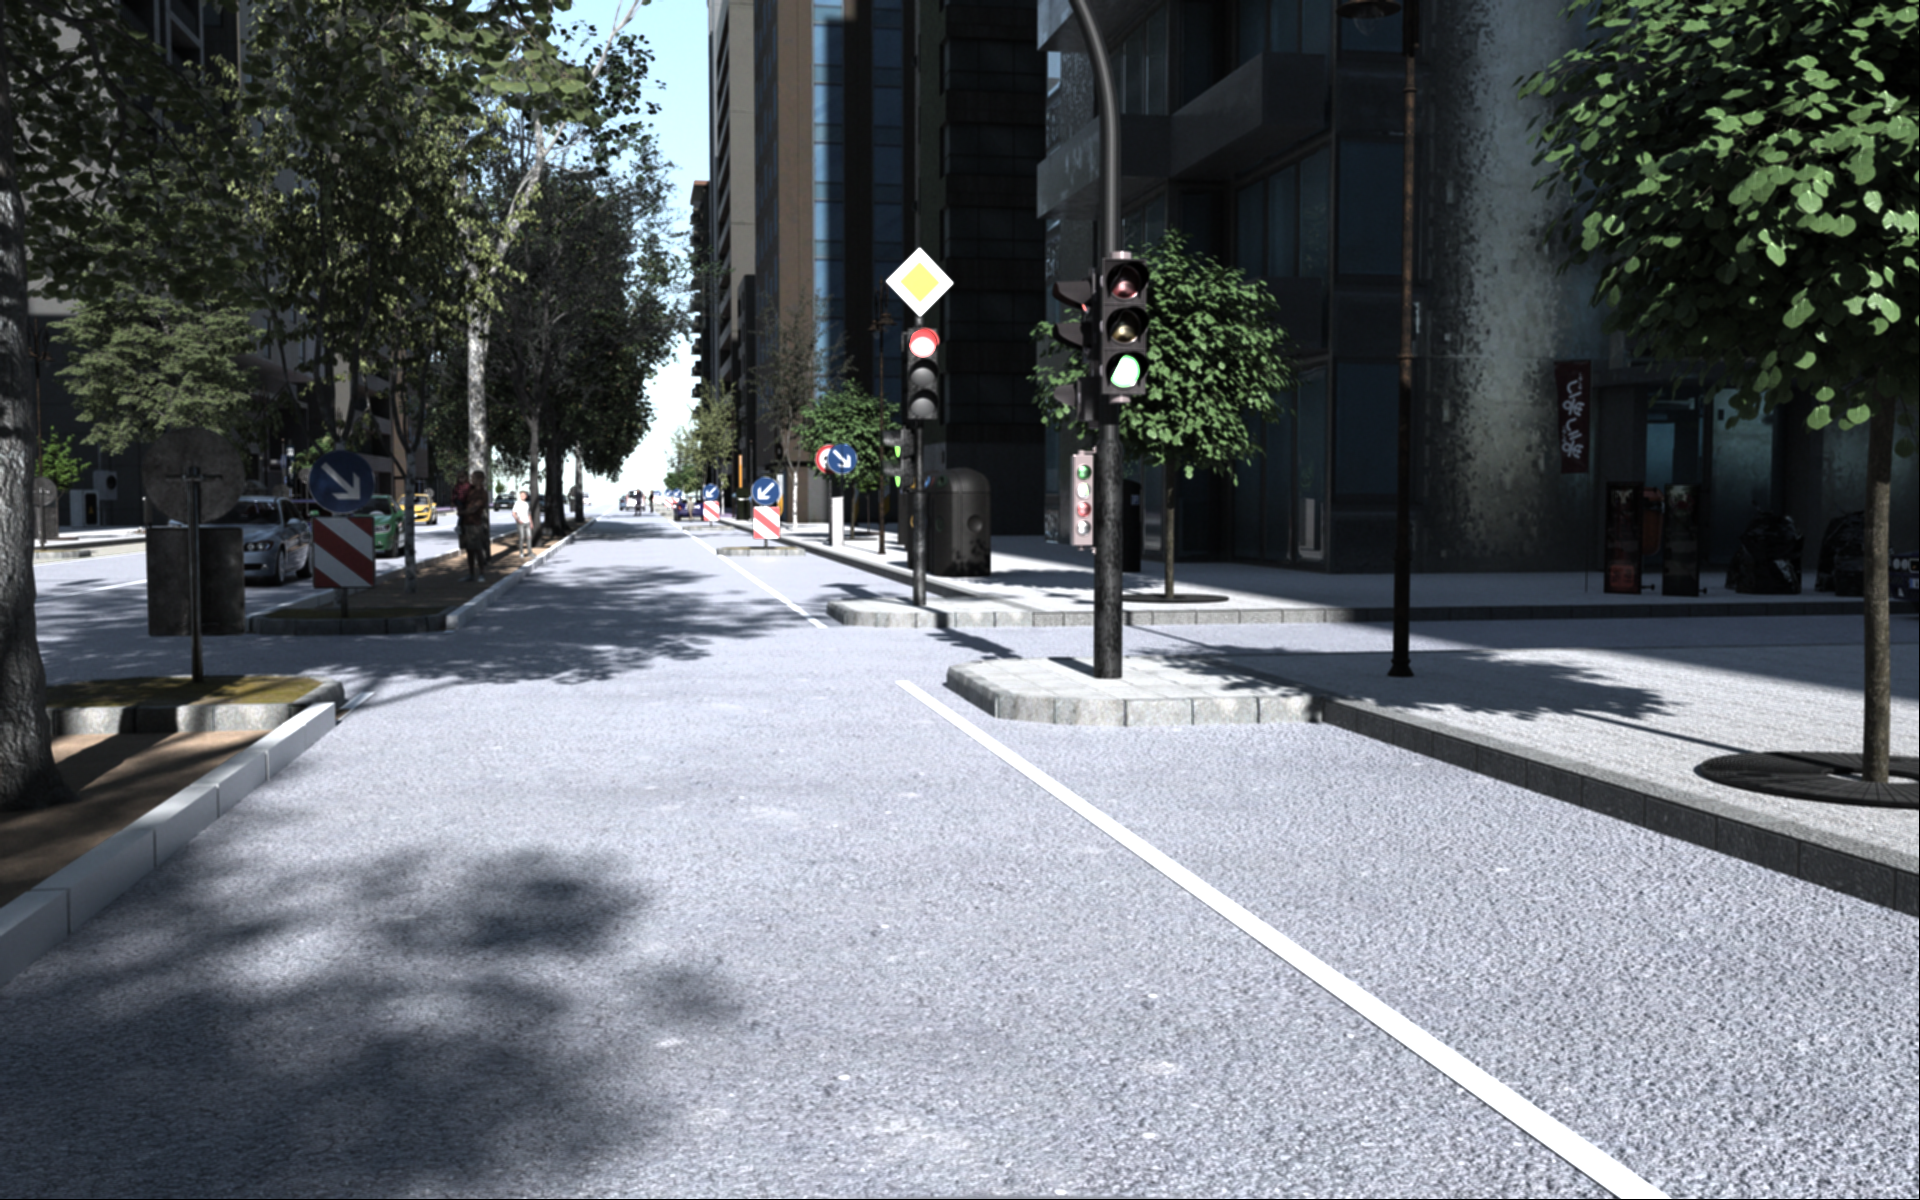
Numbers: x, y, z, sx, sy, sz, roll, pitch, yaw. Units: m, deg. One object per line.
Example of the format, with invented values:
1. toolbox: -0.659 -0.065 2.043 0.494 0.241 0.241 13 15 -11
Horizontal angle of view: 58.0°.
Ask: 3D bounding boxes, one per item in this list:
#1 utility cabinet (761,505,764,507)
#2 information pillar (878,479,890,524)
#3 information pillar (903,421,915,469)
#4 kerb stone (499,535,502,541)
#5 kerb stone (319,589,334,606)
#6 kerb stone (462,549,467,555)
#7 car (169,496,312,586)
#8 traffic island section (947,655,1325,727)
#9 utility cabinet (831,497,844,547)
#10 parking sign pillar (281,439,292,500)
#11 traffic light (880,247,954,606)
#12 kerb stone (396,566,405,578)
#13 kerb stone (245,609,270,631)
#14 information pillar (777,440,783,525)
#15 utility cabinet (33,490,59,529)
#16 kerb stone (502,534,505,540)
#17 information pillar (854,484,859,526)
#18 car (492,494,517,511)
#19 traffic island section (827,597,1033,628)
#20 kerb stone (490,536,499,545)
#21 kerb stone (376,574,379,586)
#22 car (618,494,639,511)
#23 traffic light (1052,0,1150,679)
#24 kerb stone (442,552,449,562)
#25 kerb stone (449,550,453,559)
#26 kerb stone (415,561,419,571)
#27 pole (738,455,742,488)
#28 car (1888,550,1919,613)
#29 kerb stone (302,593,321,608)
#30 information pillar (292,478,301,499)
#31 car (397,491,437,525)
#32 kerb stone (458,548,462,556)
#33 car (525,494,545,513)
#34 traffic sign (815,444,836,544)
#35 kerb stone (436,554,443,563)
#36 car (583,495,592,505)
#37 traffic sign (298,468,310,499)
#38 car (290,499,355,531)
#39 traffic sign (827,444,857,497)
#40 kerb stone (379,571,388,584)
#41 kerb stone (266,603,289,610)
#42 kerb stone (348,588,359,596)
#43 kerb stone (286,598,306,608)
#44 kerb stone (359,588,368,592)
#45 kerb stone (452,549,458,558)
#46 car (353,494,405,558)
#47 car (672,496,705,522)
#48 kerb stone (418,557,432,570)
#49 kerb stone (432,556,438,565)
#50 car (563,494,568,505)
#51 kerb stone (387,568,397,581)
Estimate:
1. utility cabinet: -10.420 -5.081 94.242 0.306 1.237 1.020 3 5 44
2. information pillar: -3.216 -5.011 73.278 0.504 3.616 0.183 -2 4 -28
3. information pillar: -1.598 -3.894 55.018 0.504 3.616 0.183 0 4 5
4. kerb stone: -13.821 -1.799 51.614 0.120 0.150 1.000 -1 4 -11
5. kerb stone: -8.275 -0.010 22.435 0.120 0.150 1.000 -1 4 -11
6. kerb stone: -11.721 -1.121 40.555 0.120 0.150 1.000 -1 4 -11
7. car: -11.733 -0.999 28.331 2.014 1.417 4.499 -1 4 -11
8. traffic island section: 1.045 0.620 12.141 2.009 0.180 2.903 -1 4 -11
9. utility cabinet: -3.010 -1.925 42.636 0.306 1.237 1.020 0 4 -3
10. parking sign pillar: -32.957 -5.896 84.875 1.447 3.967 1.447 -1 4 -18
11. traffic light: -0.486 -1.893 19.865 0.839 4.253 0.868 -1 4 -11
12. kerb stone: -9.625 -0.444 29.481 0.120 0.150 1.000 -1 4 -11
13. kerb stone: -7.515 0.233 18.416 0.120 0.150 1.000 -1 4 -11
14. information pillar: -7.538 -4.950 72.287 0.183 3.616 0.504 1 4 22
15. utility cabinet: -33.566 -3.334 63.194 1.173 1.500 0.318 0 4 2
16. kerb stone: -14.012 -1.861 52.618 0.120 0.150 1.000 -1 4 -11
17. information pillar: -4.146 -4.766 69.282 0.183 3.616 0.504 1 4 13
18. car: -38.057 -8.265 144.918 2.009 1.686 4.222 -1 4 -12
19. traffic island section: -0.445 0.140 19.986 2.009 0.180 2.903 -1 4 -11
20. kerb stone: -13.632 -1.738 50.610 0.120 0.150 1.000 -1 4 -11
21. kerb stone: -9.045 -0.261 26.460 0.120 0.150 1.000 -1 4 -11
22. car: -28.908 -8.539 151.621 2.014 1.417 4.499 -1 4 -10
23. traffic light: -1.035 -2.252 11.491 4.771 5.953 1.251 -1 4 -11
24. kerb stone: -10.952 -0.876 36.523 0.120 0.150 1.000 -1 4 -11
25. kerb stone: -11.150 -0.935 37.530 0.120 0.150 1.000 -1 4 -11
26. kerb stone: -9.998 -0.569 31.491 0.120 0.150 1.000 -1 4 -11
27. pole: -11.459 -5.903 90.354 0.158 3.312 0.155 0 3 0
28. car: 12.680 -0.431 19.626 3.894 1.354 1.945 -1 4 -10
29. kerb stone: -8.093 0.047 21.429 0.120 0.150 1.000 -1 4 -11
30. information pillar: -30.604 -4.613 79.916 0.304 2.012 0.304 2 4 31
31. car: -25.217 -4.274 80.108 2.015 1.641 3.980 -1 4 -12
32. kerb stone: -11.537 -1.061 39.544 0.120 0.150 1.000 -1 4 -11
33. car: -29.879 -6.864 122.010 2.009 1.686 4.222 -1 4 -13
34. traffic sign: -3.318 -2.705 44.331 0.768 2.556 0.104 0 4 -2
35. kerb stone: -10.766 -0.814 35.518 0.120 0.150 1.000 -1 4 -11
36. car: -49.518 -13.184 227.927 2.083 1.381 4.827 -1 4 -10
37. traffic sign: -31.492 -5.102 83.521 0.768 2.556 0.104 -1 4 -10
38. car: -13.236 -1.370 34.985 1.945 1.354 3.894 -1 4 -9
39. traffic sign: -2.982 -2.678 43.883 0.768 2.556 0.104 0 4 -2
40. kerb stone: -9.240 -0.321 27.464 0.120 0.150 1.000 -1 4 -11
41. kerb stone: -7.714 0.170 19.418 0.120 0.150 1.000 -1 4 -11
42. kerb stone: -8.666 -0.137 24.441 0.120 0.150 1.000 -1 4 -11
43. kerb stone: -7.901 0.110 20.423 0.120 0.150 1.000 -1 4 -11
44. kerb stone: -8.845 -0.199 25.452 0.120 0.150 1.000 -1 4 -11
45. kerb stone: -11.339 -0.997 38.542 0.120 0.150 1.000 -1 4 -11
46. car: -13.781 -1.721 39.942 2.131 1.459 4.920 -1 4 -12
47. car: -14.243 -4.842 91.740 1.945 1.354 3.894 -1 4 -12
48. kerb stone: -10.382 -0.691 33.500 0.120 0.150 1.000 -1 4 -11
49. kerb stone: -10.577 -0.752 34.504 0.120 0.150 1.000 -1 4 -11
50. car: -54.553 -13.875 236.638 2.009 1.686 4.222 -1 4 -12
51. kerb stone: -9.423 -0.384 28.469 0.120 0.150 1.000 -1 4 -11
